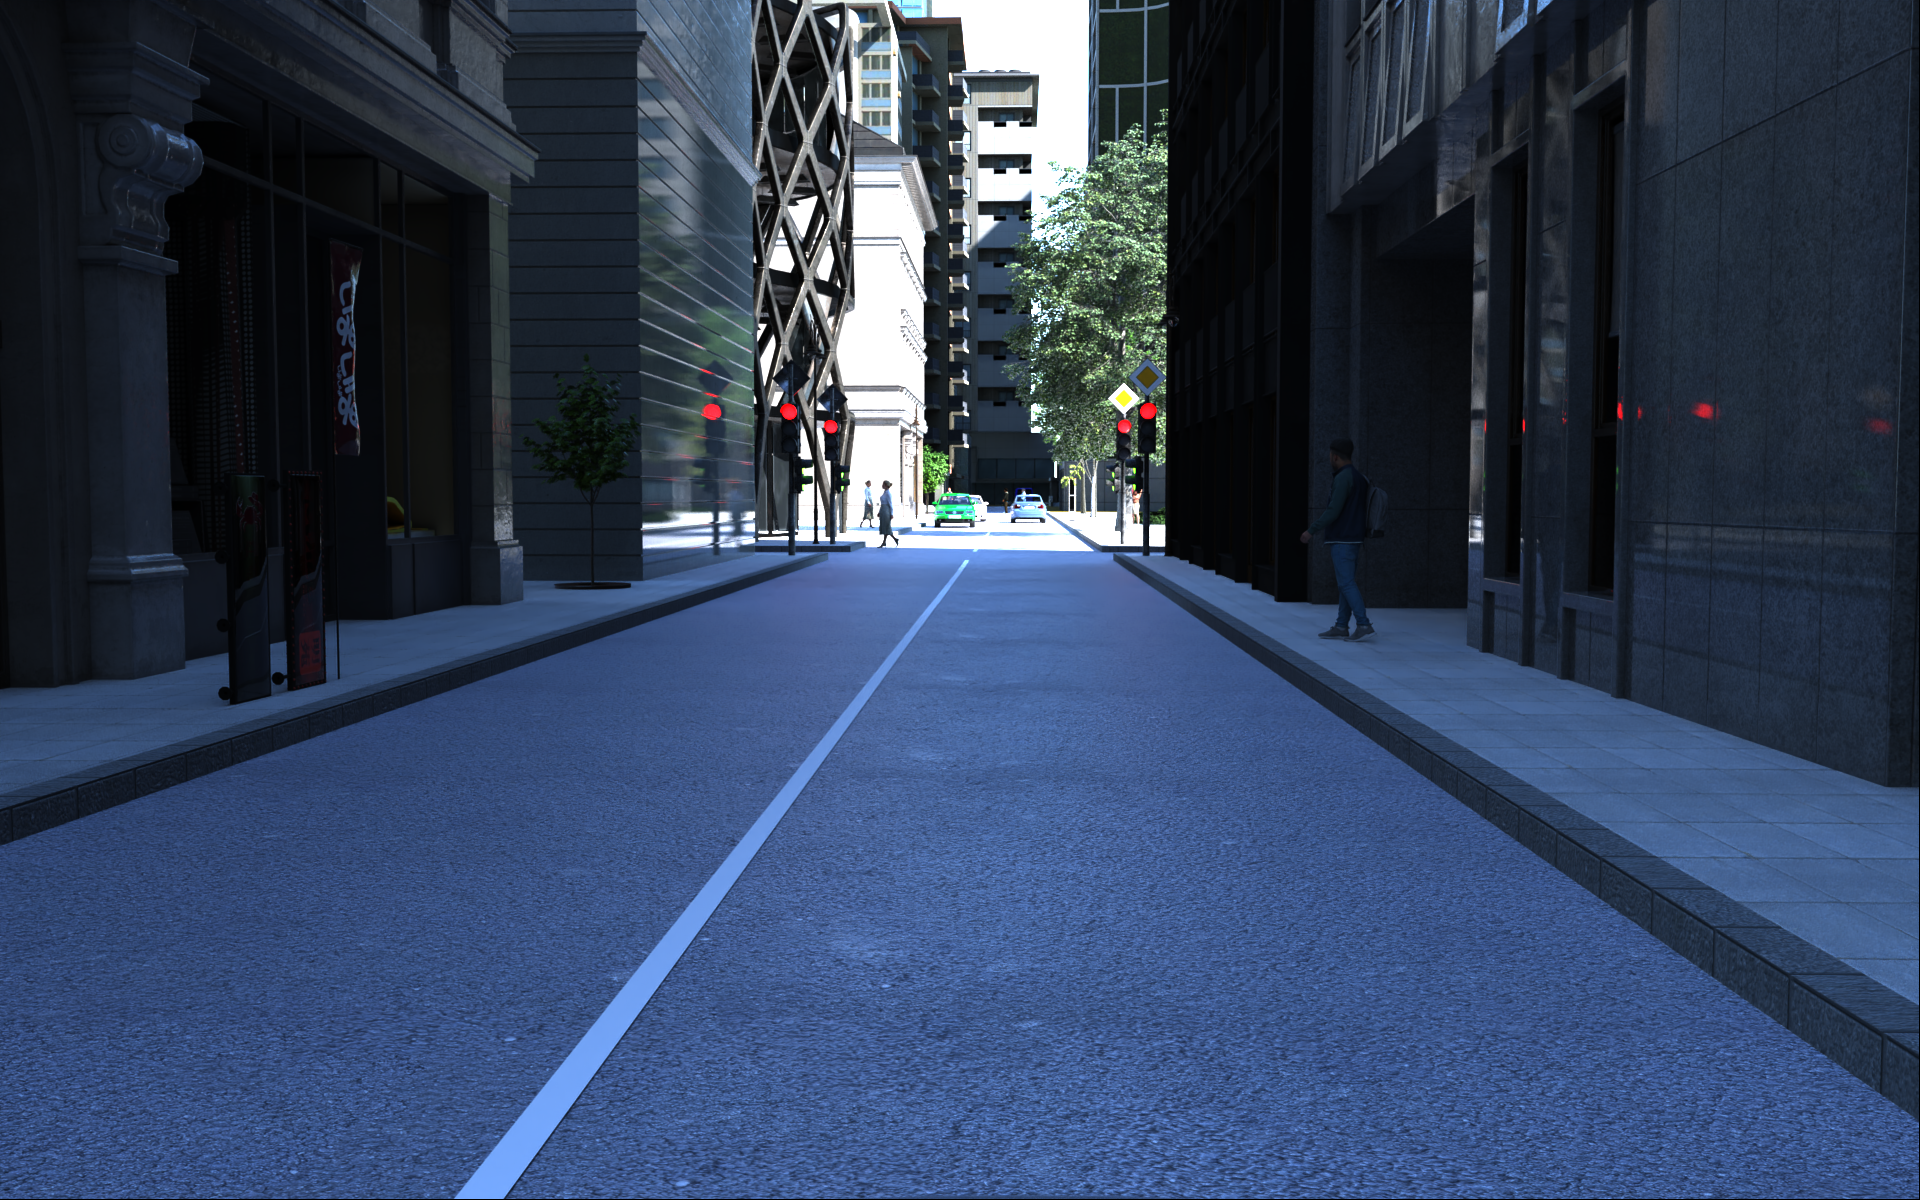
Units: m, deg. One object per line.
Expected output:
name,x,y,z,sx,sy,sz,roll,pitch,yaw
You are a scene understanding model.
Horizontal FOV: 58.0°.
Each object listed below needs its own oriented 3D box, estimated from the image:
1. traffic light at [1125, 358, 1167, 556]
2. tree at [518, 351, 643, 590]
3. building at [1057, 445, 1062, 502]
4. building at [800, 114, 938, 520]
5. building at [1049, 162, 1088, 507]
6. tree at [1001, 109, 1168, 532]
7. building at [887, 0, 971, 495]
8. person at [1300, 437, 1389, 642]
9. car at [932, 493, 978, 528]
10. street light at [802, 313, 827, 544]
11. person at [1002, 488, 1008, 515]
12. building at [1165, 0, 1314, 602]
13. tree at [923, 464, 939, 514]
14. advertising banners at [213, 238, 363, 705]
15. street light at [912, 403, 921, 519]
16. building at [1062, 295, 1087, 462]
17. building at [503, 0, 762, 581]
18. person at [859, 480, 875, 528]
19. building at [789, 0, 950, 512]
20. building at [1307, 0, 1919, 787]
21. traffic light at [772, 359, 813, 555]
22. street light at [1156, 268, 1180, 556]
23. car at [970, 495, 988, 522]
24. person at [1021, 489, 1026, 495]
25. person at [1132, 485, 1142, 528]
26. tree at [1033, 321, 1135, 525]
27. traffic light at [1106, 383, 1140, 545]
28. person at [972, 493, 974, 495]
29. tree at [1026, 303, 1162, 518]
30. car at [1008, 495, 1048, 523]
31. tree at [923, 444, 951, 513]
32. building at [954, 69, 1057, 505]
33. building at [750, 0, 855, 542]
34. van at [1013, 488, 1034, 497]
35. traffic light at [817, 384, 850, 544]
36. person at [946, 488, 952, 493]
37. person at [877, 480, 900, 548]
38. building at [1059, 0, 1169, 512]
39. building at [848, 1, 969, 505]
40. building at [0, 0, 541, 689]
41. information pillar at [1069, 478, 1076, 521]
traffic light,3.854,-2.875,35.924,0.839,4.253,0.868,0,4,2
tree,-5.167,-1.775,23.619,1.663,3.219,1.824,0,3,0
building,27.486,-54.967,211.389,31.000,86.520,22.319,0,4,2
building,-7.282,-14.384,86.091,10.553,20.767,40.483,0,4,2
building,25.626,-29.988,182.189,32.217,40.220,23.993,0,4,2
tree,5.569,-9.313,58.921,9.857,13.997,8.962,0,3,0
building,-14.588,-53.250,183.315,31.000,86.520,22.319,0,4,2
person,3.391,-0.541,15.237,0.721,1.781,0.623,1,4,20
car,-0.215,-4.052,75.046,1.959,1.807,4.718,0,4,0
street light,-3.706,-4.380,44.395,0.468,5.910,1.993,0,4,2
person,3.172,-6.889,120.764,0.705,1.869,1.348,1,4,10
building,10.173,-12.099,27.503,12.332,23.373,15.834,0,4,2
tree,-2.124,-7.610,119.029,1.663,3.219,1.824,0,3,0
advertising banners,-4.345,-0.930,11.394,0.090,3.025,2.074,0,4,5
street light,-2.220,-7.073,88.427,0.468,5.910,1.993,0,4,2
building,23.355,-19.045,156.424,27.650,21.520,28.899,0,4,2
building,-19.208,-15.486,30.681,29.804,29.767,11.434,0,4,2
person,-3.508,-3.609,65.281,0.641,1.798,0.478,2,4,31
building,-17.101,-26.915,131.948,32.217,40.220,23.993,0,4,2
building,9.771,-11.718,9.614,12.078,24.808,19.932,0,4,2
traffic light,-3.503,-2.889,36.155,0.839,4.253,0.868,0,4,2
street light,4.298,-3.838,35.545,0.468,5.910,1.993,0,4,2
car,0.443,-4.785,90.601,2.083,1.381,4.827,0,4,2
person,4.273,-6.552,115.888,0.793,1.790,0.793,-2,4,-27
person,6.532,-3.614,65.109,0.580,1.828,0.573,0,4,-3
tree,5.402,-7.482,72.687,4.737,8.622,4.395,0,3,0
traffic light,4.123,-3.363,43.904,0.839,4.253,0.868,0,4,2
person,1.286,-10.619,182.887,0.599,1.433,0.991,1,4,13
tree,7.401,-10.268,93.634,9.928,11.665,9.643,0,3,0
car,3.390,-4.552,86.434,2.014,1.417,4.499,0,4,1
tree,-2.211,-7.943,113.579,4.285,4.588,4.351,0,3,0
building,-1.865,-38.364,216.483,27.495,52.752,28.713,0,4,2
building,-11.725,-11.292,52.071,16.820,18.784,16.811,0,4,2
van,6.576,-10.655,178.594,2.240,2.365,5.245,0,4,1
traffic light,-3.234,-3.377,44.136,0.839,4.253,0.868,0,4,2
person,-0.752,-7.407,127.677,0.617,1.759,0.750,-1,4,-9
person,-1.914,-2.301,46.339,0.641,1.798,0.478,0,4,-8
building,18.014,-42.288,129.655,20.563,71.187,20.611,0,4,2
building,-10.491,-30.799,158.192,22.147,44.769,28.867,0,4,2
building,-10.367,-9.159,0.653,10.553,20.767,40.483,0,4,2
information pillar,5.294,-4.716,81.601,0.304,2.012,0.304,1,4,11
